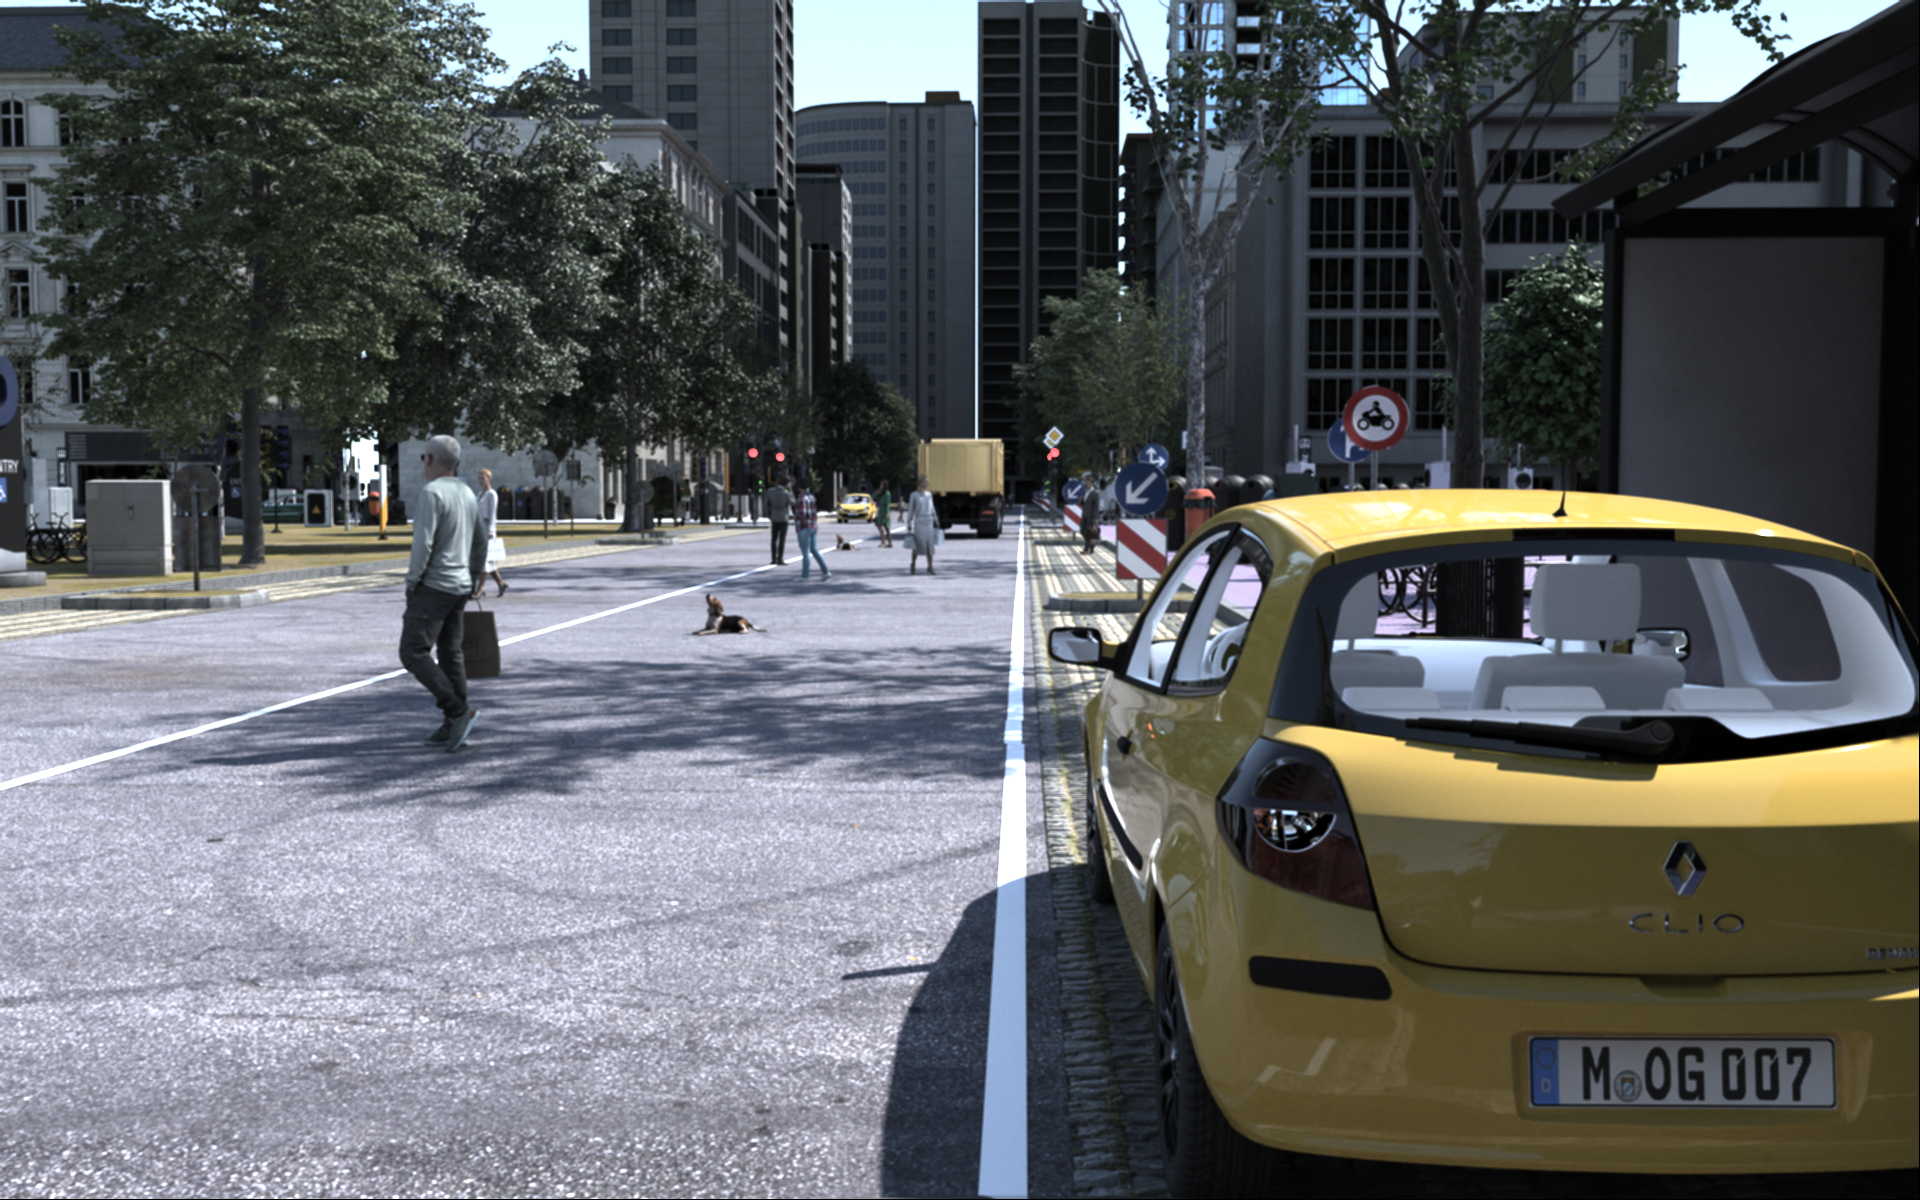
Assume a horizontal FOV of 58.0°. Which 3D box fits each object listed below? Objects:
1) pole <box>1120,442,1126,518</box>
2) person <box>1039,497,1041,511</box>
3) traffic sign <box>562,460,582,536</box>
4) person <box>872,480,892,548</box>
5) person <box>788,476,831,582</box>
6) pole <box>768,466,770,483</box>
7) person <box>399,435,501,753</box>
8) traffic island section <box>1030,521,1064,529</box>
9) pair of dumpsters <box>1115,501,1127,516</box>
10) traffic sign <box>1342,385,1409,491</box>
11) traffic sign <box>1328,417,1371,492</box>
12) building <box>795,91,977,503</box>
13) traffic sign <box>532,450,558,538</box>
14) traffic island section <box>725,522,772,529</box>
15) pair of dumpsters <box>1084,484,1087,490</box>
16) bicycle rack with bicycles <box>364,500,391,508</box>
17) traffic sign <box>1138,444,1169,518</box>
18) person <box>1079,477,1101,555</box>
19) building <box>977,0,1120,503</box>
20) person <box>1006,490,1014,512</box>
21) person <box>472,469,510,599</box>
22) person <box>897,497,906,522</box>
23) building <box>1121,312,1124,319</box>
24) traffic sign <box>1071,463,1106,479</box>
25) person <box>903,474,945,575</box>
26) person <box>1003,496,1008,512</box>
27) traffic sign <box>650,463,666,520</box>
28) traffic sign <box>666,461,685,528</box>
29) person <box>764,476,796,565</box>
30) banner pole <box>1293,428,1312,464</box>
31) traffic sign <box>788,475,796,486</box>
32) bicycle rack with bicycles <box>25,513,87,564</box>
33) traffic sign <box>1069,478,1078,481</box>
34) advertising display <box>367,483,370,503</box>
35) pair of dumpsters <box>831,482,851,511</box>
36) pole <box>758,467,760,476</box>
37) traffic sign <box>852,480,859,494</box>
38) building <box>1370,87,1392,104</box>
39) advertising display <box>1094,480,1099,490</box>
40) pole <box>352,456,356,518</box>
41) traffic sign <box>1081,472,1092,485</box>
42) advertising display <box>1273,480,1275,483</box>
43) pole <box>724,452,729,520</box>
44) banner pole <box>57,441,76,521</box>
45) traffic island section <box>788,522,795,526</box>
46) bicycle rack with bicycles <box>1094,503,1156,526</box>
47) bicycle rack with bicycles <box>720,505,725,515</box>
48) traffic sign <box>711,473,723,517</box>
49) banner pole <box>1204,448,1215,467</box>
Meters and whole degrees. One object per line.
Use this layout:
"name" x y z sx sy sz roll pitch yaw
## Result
"pole" 6.408 -4.547 68.194 0.158 3.312 0.155 0 3 0
"person" 6.442 -7.775 135.809 0.537 1.800 0.526 2 4 35
"traffic sign" -11.717 -3.067 52.277 0.606 2.300 0.079 0 4 6
"person" -2.001 -2.291 46.209 0.529 1.795 0.600 -2 4 -35
"person" -2.469 -1.157 28.255 0.643 1.720 0.563 1 4 22
"pole" -14.078 -8.194 127.819 0.158 3.312 0.155 0 3 0
"person" -2.884 -0.058 9.934 0.515 1.767 0.782 1 4 12
"traffic island section" 4.211 -3.506 79.602 2.009 0.180 2.903 0 4 2
"pair of dumpsters" 8.755 -5.704 95.751 1.574 2.255 4.437 0 4 2
"traffic sign" 4.876 -1.241 20.392 0.768 2.556 0.104 0 4 6
"traffic sign" 6.308 -1.702 27.936 0.768 2.556 0.104 1 4 8
"building" -11.735 -43.700 256.500 28.212 58.520 21.231 0 4 2
"traffic sign" -11.985 -3.054 50.037 0.768 2.556 0.104 0 4 8
"traffic island section" -8.561 -3.046 72.079 2.009 0.180 2.903 0 4 2
"pair of dumpsters" 7.661 -6.021 100.942 1.574 2.255 4.437 0 4 2
"bicycle rack with bicycles" -47.006 -7.653 138.515 2.852 0.926 2.925 3 5 42
"traffic sign" 4.897 -2.675 43.839 0.768 2.556 0.104 0 4 7
"person" 3.062 -1.977 40.783 0.622 1.834 0.822 3 4 39
"building" 13.041 -49.938 254.740 20.611 71.187 20.563 0 4 2
"person" 4.039 -7.937 138.854 0.593 1.750 0.643 1 4 22
"person" -6.461 -0.913 23.776 0.624 1.780 0.694 -2 4 -30
"person" -2.948 -4.575 87.577 0.475 1.303 0.640 -3 5 -41
"building" 30.634 -29.413 252.603 14.107 30.474 14.160 0 4 2
"traffic sign" 8.361 -7.262 112.602 2.265 3.308 0.079 0 4 8
"person" -0.650 -1.343 30.809 0.694 1.780 0.624 -1 4 -17
"person" 3.452 -7.443 134.473 0.640 1.303 0.475 0 4 -7
"traffic sign" -12.199 -4.281 70.098 0.768 2.556 0.104 1 4 9
"traffic sign" -10.920 -4.052 66.359 0.768 2.556 0.104 1 4 11
"person" -3.633 -1.604 34.911 0.592 1.802 0.473 2 4 31
"banner pole" 12.743 -4.577 64.844 0.863 3.779 0.401 1 4 10
"traffic sign" -11.419 -7.109 116.338 0.768 2.556 0.104 0 4 8
"bicycle rack with bicycles" -16.799 -1.185 32.761 2.925 0.926 2.852 -1 4 -10
"traffic sign" 7.002 -6.395 106.689 0.606 2.300 0.079 0 4 2
"advertising display" -33.761 -5.763 99.435 0.123 1.923 0.974 0 4 6
"pair of dumpsters" -9.308 -7.977 132.921 1.574 2.255 4.437 0 4 2
"pole" -15.225 -8.380 130.860 0.158 3.312 0.155 0 3 0
"traffic sign" -9.386 -9.394 153.697 0.768 2.556 0.104 0 4 4
"building" 52.719 -43.567 254.311 28.212 58.520 21.231 0 4 2
"advertising display" 6.412 -4.692 81.936 0.123 1.923 0.974 -2 4 -30
"pole" -32.171 -5.998 91.914 0.158 3.312 0.155 0 3 0
"traffic sign" 7.237 -6.000 98.202 0.768 2.556 0.104 0 4 8
"advertising display" 14.824 -4.656 81.343 0.974 1.923 0.123 0 4 1
"pole" -11.410 -5.561 84.763 0.158 3.312 0.155 0 3 0
"banner pole" -42.413 -5.634 82.138 0.401 3.779 0.863 2 4 31
"traffic island section" -8.272 -3.534 80.058 2.009 0.180 2.903 0 4 2
"bicycle rack with bicycles" 6.581 -3.482 70.310 2.925 0.926 2.852 0 4 -2
"bicycle rack with bicycles" -15.532 -5.621 105.288 2.925 0.926 2.852 -2 4 -33
"traffic sign" -11.937 -5.080 85.188 0.606 2.300 0.079 0 4 6
"banner pole" 13.477 -6.327 93.469 0.863 3.779 0.401 1 4 20
